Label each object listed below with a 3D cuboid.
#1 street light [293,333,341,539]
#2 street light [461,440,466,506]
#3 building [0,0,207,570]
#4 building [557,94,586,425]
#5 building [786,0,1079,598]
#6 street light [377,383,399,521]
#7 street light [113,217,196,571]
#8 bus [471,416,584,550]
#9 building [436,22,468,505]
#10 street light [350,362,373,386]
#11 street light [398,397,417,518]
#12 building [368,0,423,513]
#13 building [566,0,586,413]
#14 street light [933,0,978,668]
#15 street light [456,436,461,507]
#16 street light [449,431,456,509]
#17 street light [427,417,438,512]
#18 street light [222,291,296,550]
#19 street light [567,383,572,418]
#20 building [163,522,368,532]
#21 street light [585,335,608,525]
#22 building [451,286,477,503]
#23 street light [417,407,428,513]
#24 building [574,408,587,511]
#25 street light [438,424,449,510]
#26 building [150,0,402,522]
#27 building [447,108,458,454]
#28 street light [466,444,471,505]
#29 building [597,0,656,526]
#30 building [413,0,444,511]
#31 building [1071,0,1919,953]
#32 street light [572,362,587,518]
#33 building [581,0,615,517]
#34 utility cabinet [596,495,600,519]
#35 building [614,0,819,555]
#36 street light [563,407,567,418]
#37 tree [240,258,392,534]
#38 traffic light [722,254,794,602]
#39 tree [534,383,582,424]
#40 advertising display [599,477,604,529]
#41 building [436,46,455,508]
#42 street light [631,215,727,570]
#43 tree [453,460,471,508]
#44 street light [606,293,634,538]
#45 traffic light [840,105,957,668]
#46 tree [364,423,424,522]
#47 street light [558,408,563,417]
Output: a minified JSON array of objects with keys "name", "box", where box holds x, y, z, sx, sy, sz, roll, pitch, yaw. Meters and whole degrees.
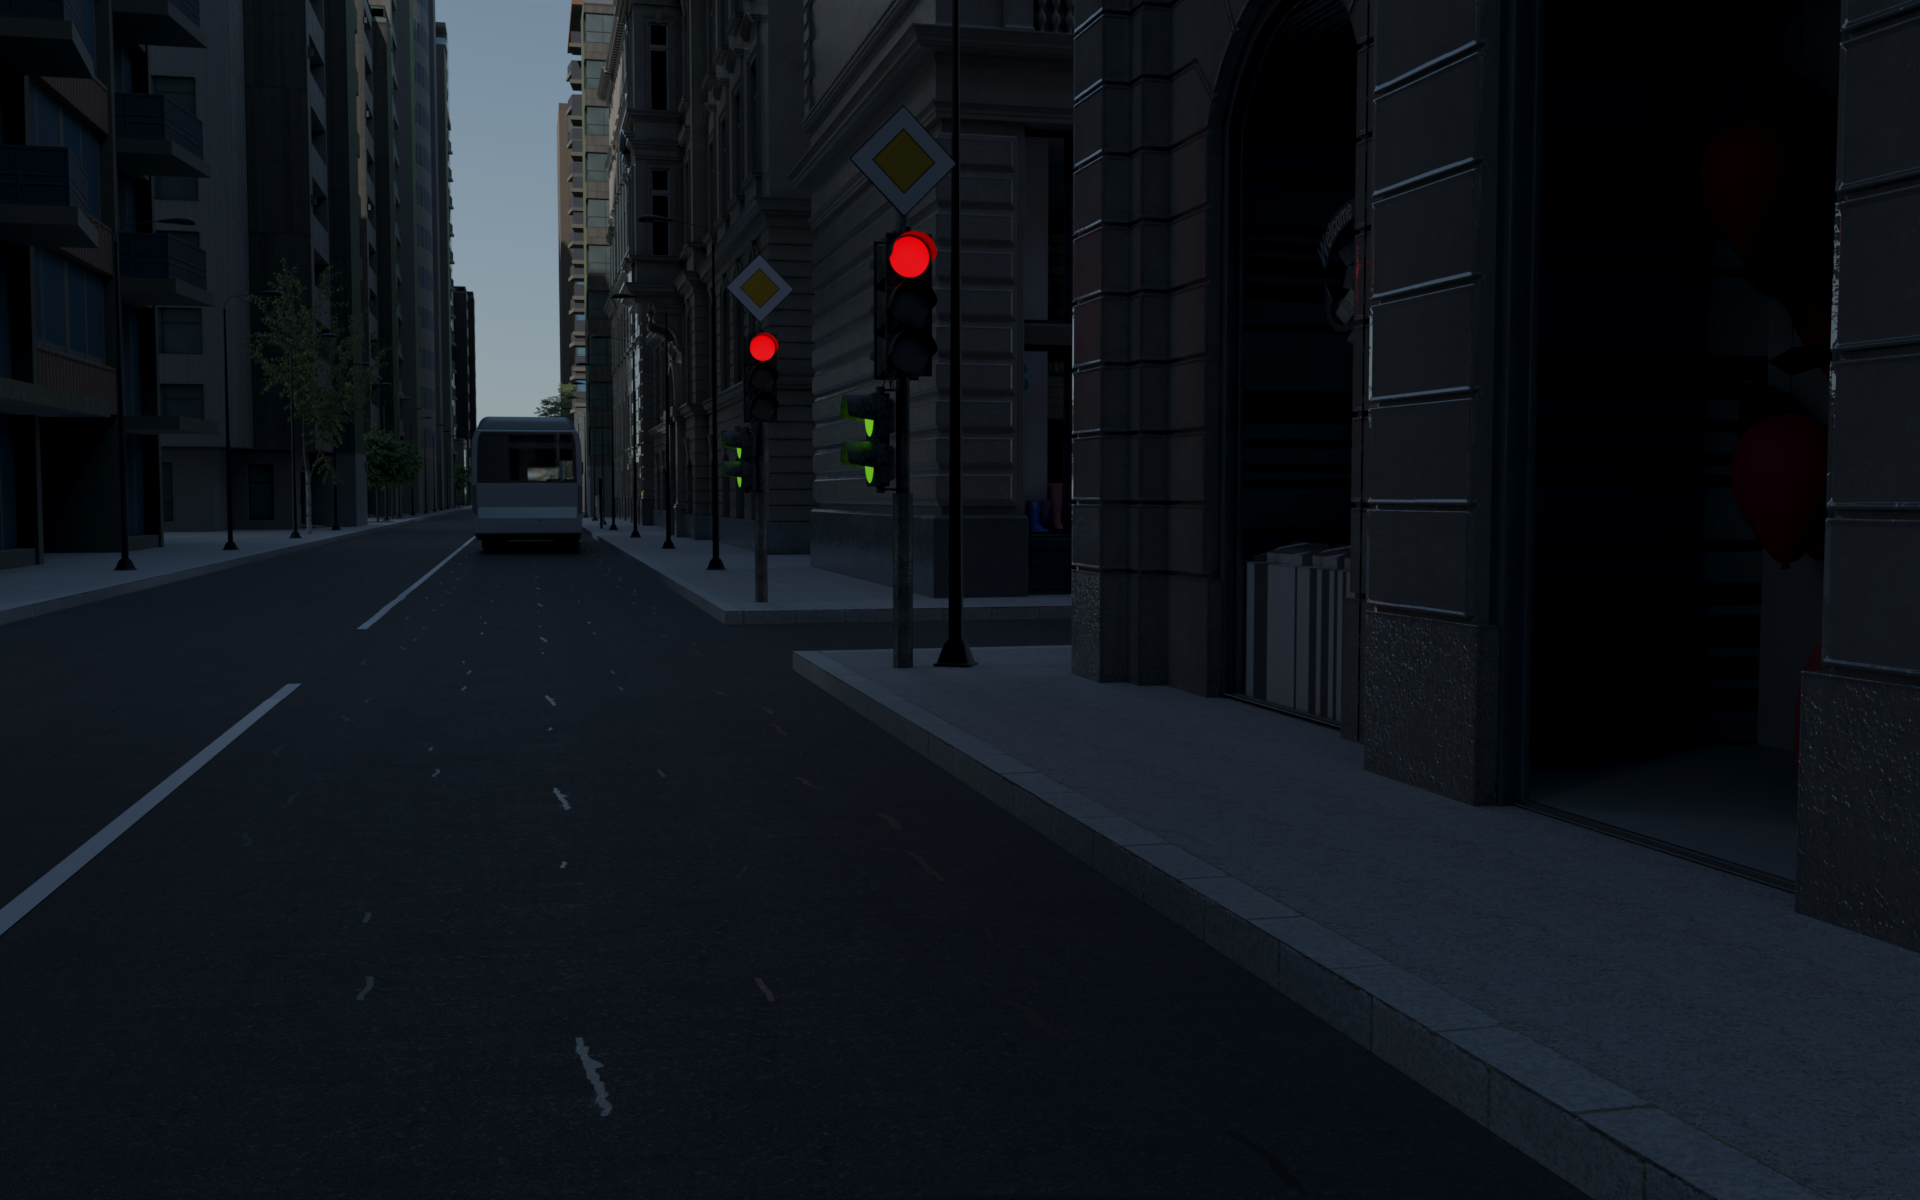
[{"name":"street light","box":[-18.711,-4.742,50.076,1.470,5.913,1.316,-1,4,-14]},{"name":"street light","box":[-43.161,-10.710,147.656,1.470,5.913,1.316,-1,4,-14]},{"name":"building","box":[-26.614,-22.974,30.245,22.147,44.769,28.867,-1,4,-14]},{"name":"building","box":[-38.175,-33.393,196.086,14.600,45.320,14.200,-1,4,-14]},{"name":"building","box":[7.483,-12.146,27.460,19.941,23.489,11.050,-1,4,-14]},{"name":"street light","box":[-24.410,-6.104,72.342,1.470,5.913,1.316,-1,4,-14]},{"name":"street light","box":[-13.526,-3.459,29.103,1.470,5.913,1.316,-1,4,-14]},{"name":"bus","box":[-11.782,-3.228,47.634,2.948,3.499,13.247,-1,4,-13]},{"name":"building","box":[-72.157,-54.948,211.067,22.319,86.520,31.000,-1,4,-14]},{"name":"street light","box":[-21.481,-5.413,61.040,1.470,5.913,1.316,-1,4,-14]},{"name":"street light","box":[-26.959,-6.753,82.955,1.470,5.913,1.316,-1,4,-14]},{"name":"building","box":[-42.485,-26.137,110.928,14.154,41.232,14.086,-1,4,-14]},{"name":"building","box":[-23.734,-30.647,155.706,22.147,44.769,28.867,-1,4,-14]},{"name":"street light","box":[-0.558,-2.454,12.663,1.470,5.913,1.316,-1,4,-14]},{"name":"street light","box":[-40.400,-10.041,136.709,1.470,5.913,1.316,-1,4,-14]},{"name":"street light","box":[-37.776,-9.400,126.231,1.470,5.913,1.316,-1,4,-14]},{"name":"street light","box":[-32.356,-8.041,104.016,1.470,5.913,1.316,-1,4,-14]},{"name":"street light","box":[-16.164,-4.100,39.578,1.470,5.913,1.316,-1,4,-14]},{"name":"street light","box":[-15.408,-6.080,71.942,1.470,5.913,1.316,-1,4,-14]},{"name":"building","box":[-29.889,-17.821,63.071,14.160,30.474,14.107,-1,4,-14]},{"name":"street light","box":[-10.098,-4.785,50.777,1.470,5.913,1.316,-1,4,-14]},{"name":"building","box":[-73.329,-28.388,235.844,14.160,30.474,14.107,-1,4,-14]},{"name":"street light","box":[-29.549,-7.360,92.883,1.470,5.913,1.316,-1,4,-14]},{"name":"building","box":[-16.586,-49.709,125.417,22.319,86.520,31.000,-1,4,-14]},{"name":"street light","box":[-34.911,-8.708,114.912,1.470,5.913,1.316,-1,4,-14]},{"name":"building","box":[-39.118,-19.843,96.131,14.160,30.474,14.107,-1,4,-14]},{"name":"building","box":[-65.040,-32.300,182.732,22.147,44.769,28.867,-1,4,-14]},{"name":"street light","box":[-45.708,-11.353,158.154,1.470,5.913,1.316,-1,4,-14]},{"name":"building","box":[-10.311,-17.432,82.276,12.463,27.353,25.104,-1,4,-14]},{"name":"building","box":[-50.836,-35.968,130.077,21.231,58.520,28.212,-1,4,-14]},{"name":"building","box":[9.277,-9.795,1.946,13.314,21.916,24.055,-1,4,-14]},{"name":"street light","box":[-12.857,-5.431,61.343,1.470,5.913,1.316,-1,4,-14]},{"name":"building","box":[-15.510,-20.336,104.190,14.160,30.474,14.107,-1,4,-14]},{"name":"utility cabinet","box":[-18.855,-4.841,90.318,0.306,1.237,1.020,-1,4,-15]},{"name":"building","box":[-3.150,-14.329,53.368,14.460,24.649,34.723,-1,4,-14]},{"name":"street light","box":[-17.968,-6.721,82.437,1.470,5.913,1.316,-1,4,-14]},{"name":"tree","box":[-20.507,-6.400,54.996,4.737,8.622,4.395,0,3,0]},{"name":"traffic light","box":[-2.376,-1.929,20.452,0.839,4.253,0.868,-1,4,-14]},{"name":"tree","box":[-40.164,-15.788,176.261,7.486,12.596,7.792,0,3,0]},{"name":"advertising display","box":[-13.370,-3.630,64.569,0.123,1.923,0.974,-1,4,-9]},{"name":"building","box":[-52.307,-28.648,151.995,14.154,41.232,14.086,-1,4,-14]},{"name":"street light","box":[-4.669,-3.459,29.102,1.470,5.913,1.316,-1,4,-14]},{"name":"tree","box":[-48.319,-11.140,165.856,4.285,4.588,4.351,0,3,0]},{"name":"street light","box":[-7.362,-4.146,40.326,1.470,5.913,1.316,-1,4,-14]},{"name":"traffic light","box":[-0.440,-1.455,12.704,0.839,4.253,0.868,-1,4,-14]},{"name":"tree","box":[-26.626,-5.817,78.829,4.285,4.588,4.351,0,3,0]},{"name":"street light","box":[-20.681,-7.372,93.074,1.470,5.913,1.316,-1,4,-14]}]
